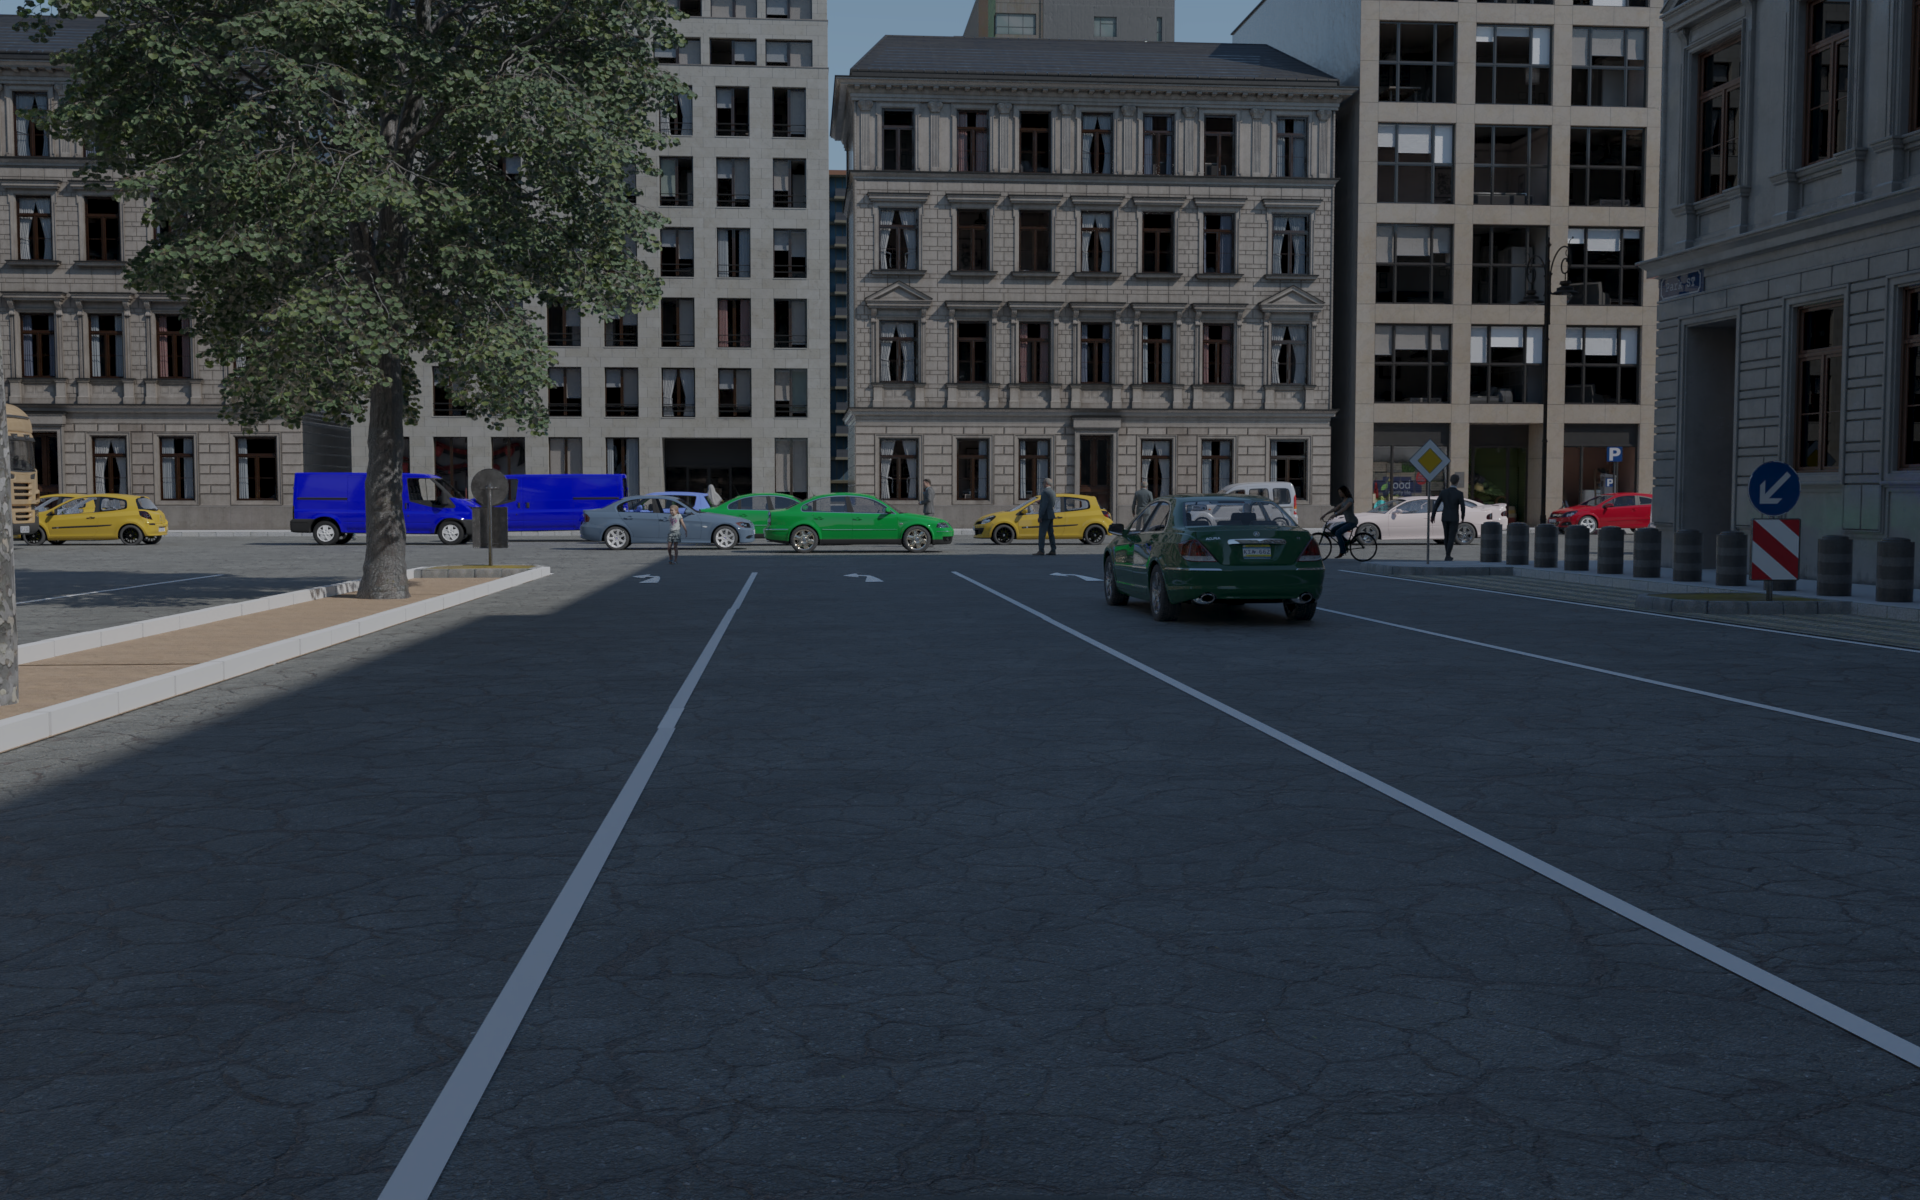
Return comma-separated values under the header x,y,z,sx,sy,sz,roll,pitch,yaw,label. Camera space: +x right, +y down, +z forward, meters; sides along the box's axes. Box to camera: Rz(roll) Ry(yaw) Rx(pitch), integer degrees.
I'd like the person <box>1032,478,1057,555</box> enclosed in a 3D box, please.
x,y,z,sx,sy,sz,roll,pitch,yaw,label
1.960,-1.947,40.515,0.590,1.801,0.661,2,4,27,person

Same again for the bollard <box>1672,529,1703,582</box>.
x,y,z,sx,sy,sz,roll,pitch,yaw,label
10.704,-0.658,25.470,0.404,0.777,0.398,0,3,0,bollard

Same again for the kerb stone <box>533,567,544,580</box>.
x,y,z,sx,sy,sz,roll,pitch,yaw,label
-7.185,-0.425,29.151,0.120,0.150,1.000,0,4,-5,kerb stone

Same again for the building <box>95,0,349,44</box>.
x,y,z,sx,sy,sz,roll,pitch,yaw,label
-46.704,-27.002,133.367,32.217,40.220,23.993,0,4,-5,building

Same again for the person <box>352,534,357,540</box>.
x,y,z,sx,sy,sz,roll,pitch,yaw,label
-18.689,-2.758,53.586,0.713,1.824,0.794,3,5,42,person

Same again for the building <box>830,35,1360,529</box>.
x,y,z,sx,sy,sz,roll,pitch,yaw,label
4.628,-12.473,68.557,19.286,19.102,10.561,0,4,-5,building

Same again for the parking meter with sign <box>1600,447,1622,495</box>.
x,y,z,sx,sy,sz,roll,pitch,yaw,label
24.242,-4.188,64.735,0.543,3.016,1.738,1,4,8,parking meter with sign

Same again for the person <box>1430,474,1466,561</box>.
x,y,z,sx,sy,sz,roll,pitch,yaw,label
10.312,-1.717,36.358,0.659,1.850,0.755,3,4,37,person

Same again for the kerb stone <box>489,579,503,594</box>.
x,y,z,sx,sy,sz,roll,pitch,yaw,label
-6.796,-0.175,25.062,0.120,0.150,1.000,0,4,-5,kerb stone

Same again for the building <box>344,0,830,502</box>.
x,y,z,sx,sy,sz,roll,pitch,yaw,label
-13.522,-12.947,66.432,16.860,20.320,10.420,0,4,-5,building

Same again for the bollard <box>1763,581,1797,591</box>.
x,y,z,sx,sy,sz,roll,pitch,yaw,label
10.922,-0.510,23.050,0.404,0.777,0.398,0,3,0,bollard

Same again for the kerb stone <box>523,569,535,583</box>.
x,y,z,sx,sy,sz,roll,pitch,yaw,label
-7.090,-0.363,28.127,0.120,0.150,1.000,0,4,-5,kerb stone

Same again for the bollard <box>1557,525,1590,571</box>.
x,y,z,sx,sy,sz,roll,pitch,yaw,label
10.362,-0.879,29.090,0.404,0.777,0.398,0,3,0,bollard

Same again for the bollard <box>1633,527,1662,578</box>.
x,y,z,sx,sy,sz,roll,pitch,yaw,label
10.584,-0.731,26.677,0.404,0.777,0.398,0,3,0,bollard

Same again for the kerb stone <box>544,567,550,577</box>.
x,y,z,sx,sy,sz,roll,pitch,yaw,label
-7.276,-0.482,30.181,0.120,0.150,1.000,0,4,-5,kerb stone

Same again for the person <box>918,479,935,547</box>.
x,y,z,sx,sy,sz,roll,pitch,yaw,label
-0.906,-2.345,46.644,0.447,1.846,0.655,0,4,4,person

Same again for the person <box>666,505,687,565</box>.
x,y,z,sx,sy,sz,roll,pitch,yaw,label
-5.755,-1.331,35.283,0.505,1.210,0.382,1,4,19,person

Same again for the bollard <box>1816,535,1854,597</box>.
x,y,z,sx,sy,sz,roll,pitch,yaw,label
11.038,-0.436,21.850,0.404,0.777,0.398,0,3,0,bollard

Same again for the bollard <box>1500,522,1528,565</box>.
x,y,z,sx,sy,sz,roll,pitch,yaw,label
10.138,-1.025,31.483,0.404,0.777,0.398,0,3,0,bollard

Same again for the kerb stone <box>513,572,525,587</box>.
x,y,z,sx,sy,sz,roll,pitch,yaw,label
-6.988,-0.300,27.106,0.120,0.150,1.000,0,4,-5,kerb stone

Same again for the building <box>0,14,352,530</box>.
x,y,z,sx,sy,sz,roll,pitch,yaw,label
-32.855,-12.270,65.238,19.286,19.102,10.561,0,4,-5,building

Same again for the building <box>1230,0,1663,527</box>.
x,y,z,sx,sy,sz,roll,pitch,yaw,label
30.813,-16.561,75.294,34.151,26.468,19.350,0,4,-5,building

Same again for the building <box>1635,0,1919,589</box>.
x,y,z,sx,sy,sz,roll,pitch,yaw,label
18.085,-11.278,20.551,11.583,22.565,21.152,0,4,-5,building

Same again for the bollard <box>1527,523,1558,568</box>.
x,y,z,sx,sy,sz,roll,pitch,yaw,label
10.250,-0.952,30.286,0.404,0.777,0.398,0,3,0,bollard

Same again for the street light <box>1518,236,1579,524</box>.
x,y,z,sx,sy,sz,roll,pitch,yaw,label
10.596,-3.581,31.341,0.468,5.910,1.993,0,4,-5,street light

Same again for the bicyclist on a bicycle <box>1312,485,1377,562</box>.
x,y,z,sx,sy,sz,roll,pitch,yaw,label
8.020,-1.617,36.456,1.625,1.676,1.499,0,4,-7,bicyclist on a bicycle

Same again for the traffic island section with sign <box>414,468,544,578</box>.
x,y,z,sx,sy,sz,roll,pitch,yaw,label
-8.345,-1.358,30.335,2.006,1.907,1.989,0,4,-5,traffic island section with sign

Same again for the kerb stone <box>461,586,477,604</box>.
x,y,z,sx,sy,sz,roll,pitch,yaw,label
-6.605,-0.048,23.010,0.120,0.150,1.000,0,4,-5,kerb stone

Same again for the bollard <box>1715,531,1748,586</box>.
x,y,z,sx,sy,sz,roll,pitch,yaw,label
10.814,-0.584,24.268,0.404,0.777,0.398,0,3,0,bollard

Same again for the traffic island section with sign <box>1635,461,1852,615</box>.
x,y,z,sx,sy,sz,roll,pitch,yaw,label
9.530,-0.782,21.414,1.989,1.847,2.006,0,4,-5,traffic island section with sign

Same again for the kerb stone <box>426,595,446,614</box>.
x,y,z,sx,sy,sz,roll,pitch,yaw,label
-6.420,0.076,20.955,0.120,0.150,1.000,0,4,-5,kerb stone

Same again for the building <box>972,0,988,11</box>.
x,y,z,sx,sy,sz,roll,pitch,yaw,label
7.770,-30.818,153.983,14.600,45.320,14.200,0,4,-5,building

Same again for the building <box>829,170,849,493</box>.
x,y,z,sx,sy,sz,roll,pitch,yaw,label
-11.332,-35.317,232.057,28.867,44.769,22.147,0,4,-5,building

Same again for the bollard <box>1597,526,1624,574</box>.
x,y,z,sx,sy,sz,roll,pitch,yaw,label
10.477,-0.806,27.888,0.404,0.777,0.398,0,3,0,bollard

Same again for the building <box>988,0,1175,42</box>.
x,y,z,sx,sy,sz,roll,pitch,yaw,label
9.052,-27.918,140.049,14.154,41.232,14.086,0,4,-5,building

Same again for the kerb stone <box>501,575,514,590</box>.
x,y,z,sx,sy,sz,roll,pitch,yaw,label
-6.894,-0.238,26.084,0.120,0.150,1.000,0,4,-5,kerb stone

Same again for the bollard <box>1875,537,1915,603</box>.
x,y,z,sx,sy,sz,roll,pitch,yaw,label
11.149,-0.363,20.645,0.404,0.777,0.398,0,3,0,bollard

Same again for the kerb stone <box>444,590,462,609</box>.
x,y,z,sx,sy,sz,roll,pitch,yaw,label
-6.510,0.013,21.988,0.120,0.150,1.000,0,4,-5,kerb stone

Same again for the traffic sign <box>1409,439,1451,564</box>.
x,y,z,sx,sy,sz,roll,pitch,yaw,label
8.545,-1.709,31.584,0.795,2.450,0.064,0,4,-5,traffic sign

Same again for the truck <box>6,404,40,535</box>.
x,y,z,sx,sy,sz,roll,pitch,yaw,label
-28.787,-3.341,43.541,11.283,4.237,2.839,0,4,-7,truck

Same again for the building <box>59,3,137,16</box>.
x,y,z,sx,sy,sz,roll,pitch,yaw,label
-73.572,-44.796,170.670,20.611,71.187,20.563,0,4,-5,building

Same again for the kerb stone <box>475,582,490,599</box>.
x,y,z,sx,sy,sz,roll,pitch,yaw,label
-6.704,-0.113,24.038,0.120,0.150,1.000,0,4,-5,kerb stone

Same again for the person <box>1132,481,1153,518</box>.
x,y,z,sx,sy,sz,roll,pitch,yaw,label
5.311,-2.536,50.132,0.661,1.801,0.590,1,4,16,person

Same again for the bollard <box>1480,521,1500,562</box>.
x,y,z,sx,sy,sz,roll,pitch,yaw,label
10.028,-1.099,32.691,0.404,0.777,0.398,0,3,0,bollard
